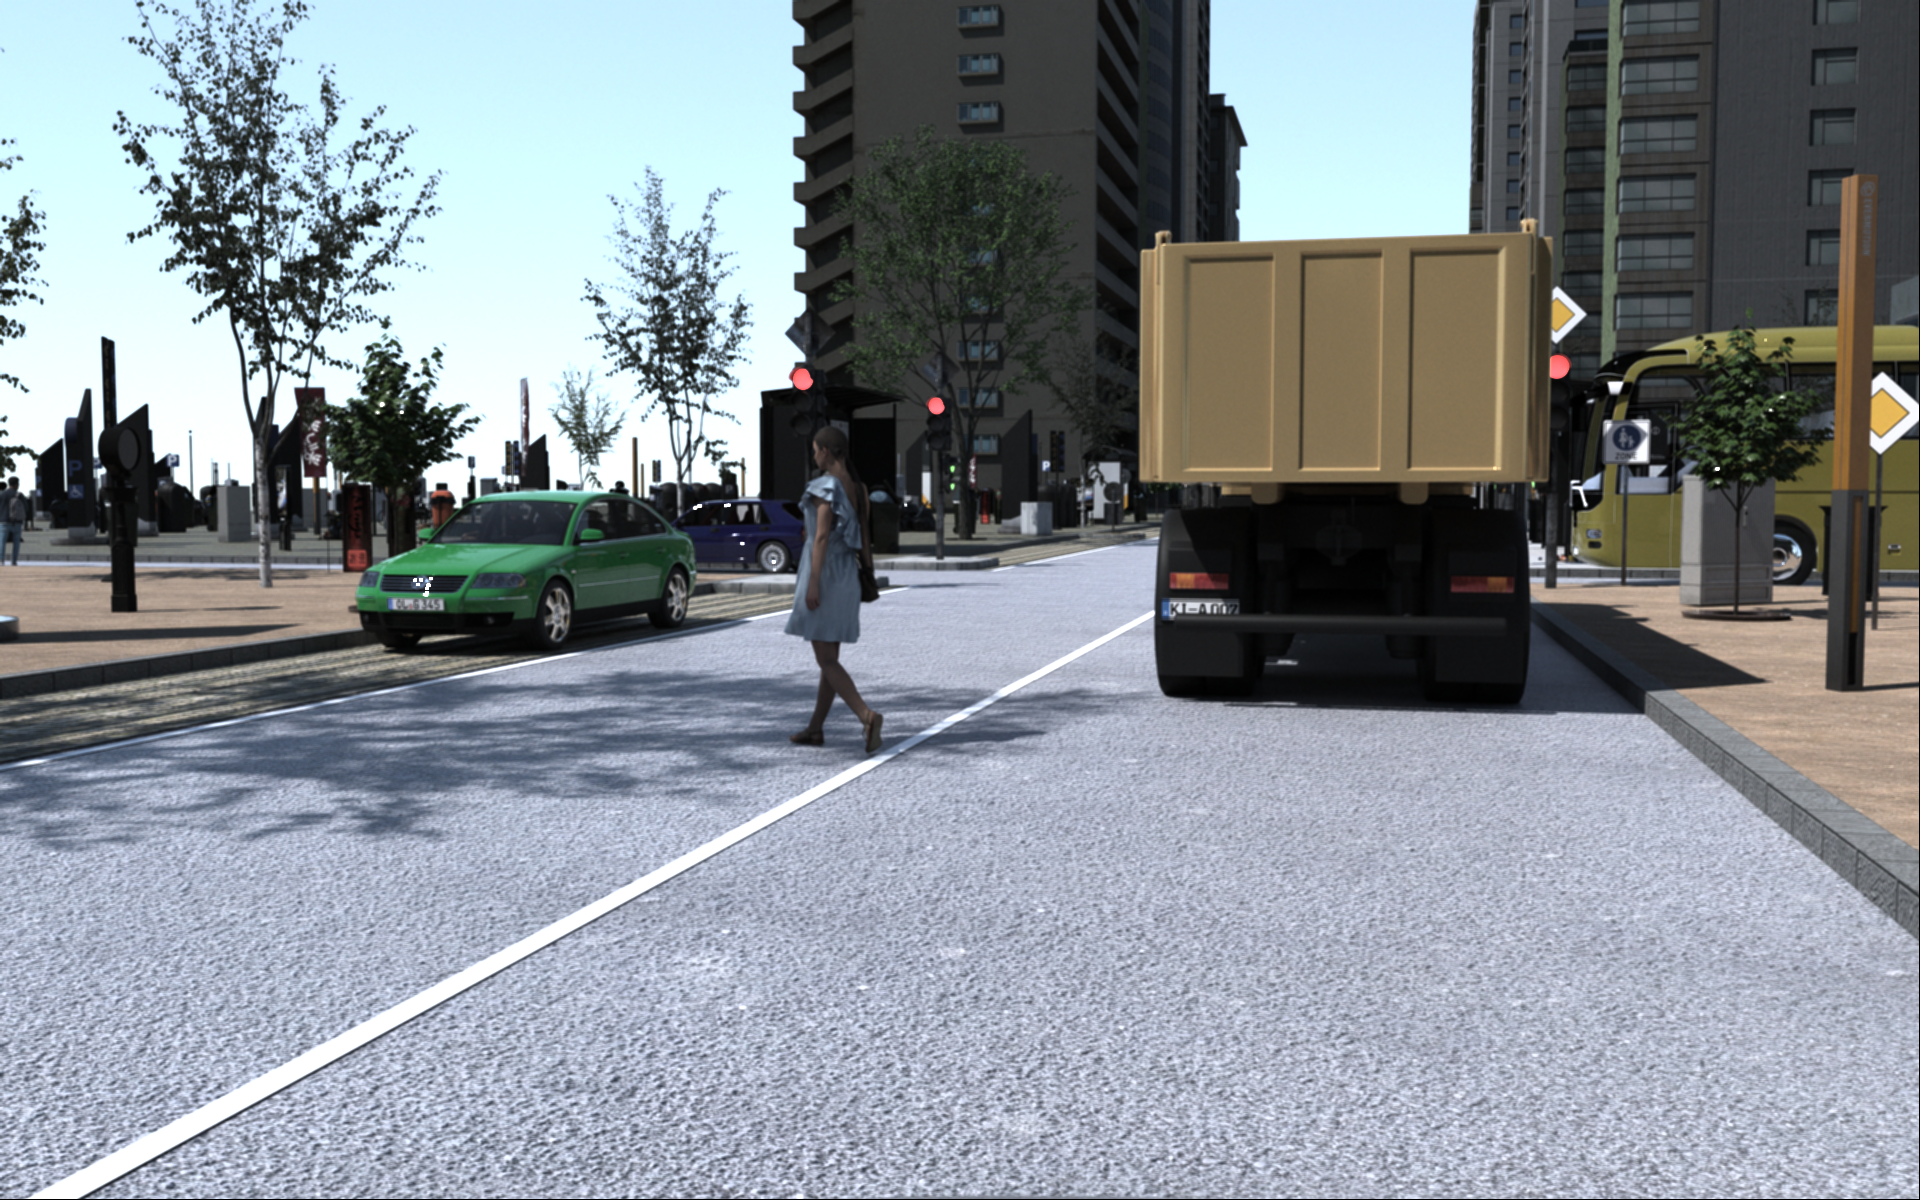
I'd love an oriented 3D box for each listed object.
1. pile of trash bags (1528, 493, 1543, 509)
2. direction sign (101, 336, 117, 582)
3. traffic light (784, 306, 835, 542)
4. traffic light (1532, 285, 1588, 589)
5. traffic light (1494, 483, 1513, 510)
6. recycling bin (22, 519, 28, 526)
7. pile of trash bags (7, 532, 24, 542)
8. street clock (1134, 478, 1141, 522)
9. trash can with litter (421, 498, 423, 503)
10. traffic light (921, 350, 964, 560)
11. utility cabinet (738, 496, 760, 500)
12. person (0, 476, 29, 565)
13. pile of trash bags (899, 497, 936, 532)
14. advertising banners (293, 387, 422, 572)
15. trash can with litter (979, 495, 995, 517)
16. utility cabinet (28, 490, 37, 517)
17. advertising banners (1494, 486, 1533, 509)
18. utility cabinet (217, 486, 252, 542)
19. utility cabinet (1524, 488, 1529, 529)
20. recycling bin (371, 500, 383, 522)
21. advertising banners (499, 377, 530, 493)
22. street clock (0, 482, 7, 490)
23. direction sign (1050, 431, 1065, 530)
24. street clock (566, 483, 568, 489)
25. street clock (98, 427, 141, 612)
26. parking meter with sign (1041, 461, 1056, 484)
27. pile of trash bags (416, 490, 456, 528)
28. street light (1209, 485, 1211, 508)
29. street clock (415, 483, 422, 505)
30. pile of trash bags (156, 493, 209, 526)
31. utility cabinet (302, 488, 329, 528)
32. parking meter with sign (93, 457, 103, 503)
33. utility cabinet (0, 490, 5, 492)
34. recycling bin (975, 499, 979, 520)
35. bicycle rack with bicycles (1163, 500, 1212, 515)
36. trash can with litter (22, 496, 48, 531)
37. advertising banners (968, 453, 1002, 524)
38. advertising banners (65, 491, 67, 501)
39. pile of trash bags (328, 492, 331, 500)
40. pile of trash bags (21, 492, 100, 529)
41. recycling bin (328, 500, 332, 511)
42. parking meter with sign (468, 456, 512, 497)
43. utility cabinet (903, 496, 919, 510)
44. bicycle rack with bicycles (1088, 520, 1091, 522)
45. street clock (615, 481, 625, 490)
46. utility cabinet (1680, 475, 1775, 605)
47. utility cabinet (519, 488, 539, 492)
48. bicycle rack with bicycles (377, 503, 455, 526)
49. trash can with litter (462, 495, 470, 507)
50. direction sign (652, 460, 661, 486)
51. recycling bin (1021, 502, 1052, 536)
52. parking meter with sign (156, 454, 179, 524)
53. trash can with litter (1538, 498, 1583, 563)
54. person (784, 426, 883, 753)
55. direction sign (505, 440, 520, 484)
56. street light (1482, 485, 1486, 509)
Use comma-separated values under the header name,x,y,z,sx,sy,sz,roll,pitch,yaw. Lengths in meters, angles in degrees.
name,x,y,z,sx,sy,sz,roll,pitch,yaw
pile of trash bags,30.976,-5.232,95.303,3.447,1.369,1.912,-1,4,-17
direction sign,-12.405,-2.038,25.324,0.379,3.537,0.876,-1,4,-16
traffic light,-2.245,-2.264,25.930,0.839,4.253,0.868,1,4,14
traffic light,8.027,-2.114,23.477,0.839,4.253,0.868,1,4,14
traffic light,9.900,-2.588,31.240,0.839,4.253,0.868,1,4,14
recycling bin,-37.588,-3.448,68.926,0.722,1.027,0.722,-1,4,-12
pile of trash bags,-26.661,-2.226,46.155,3.447,1.369,1.912,2,4,31
street clock,8.086,-4.548,78.923,0.358,2.002,0.471,1,4,21
trash can with litter,-35.493,-6.255,113.321,2.233,1.210,1.678,-3,4,-38
traffic light,-0.372,-2.738,33.693,0.839,4.253,0.868,1,4,14
utility cabinet,-5.932,-2.337,49.368,0.306,1.237,1.020,-3,5,-44
person,-18.636,-1.540,34.021,0.623,1.781,0.721,-2,4,-31
pile of trash bags,-2.615,-2.995,58.725,3.447,1.369,1.912,-1,4,-21
advertising banners,-9.832,-1.962,28.271,2.074,3.025,0.090,0,4,4
trash can with litter,2.519,-5.516,101.243,2.233,1.210,1.678,3,5,41
utility cabinet,-50.314,-5.270,94.850,1.173,1.500,0.318,-3,5,-45
advertising banners,22.602,-4.519,70.078,2.074,3.025,0.090,1,4,20
utility cabinet,-19.390,-2.298,46.251,0.318,1.500,1.173,0,4,6
utility cabinet,20.373,-3.369,63.758,0.318,1.500,1.173,-2,4,-31
recycling bin,-27.274,-4.146,80.337,0.722,1.027,0.722,3,5,43
advertising banners,-6.902,-1.874,26.833,0.090,3.025,2.074,-2,4,-26
street clock,-55.790,-5.894,100.943,0.358,2.002,0.471,2,4,33
direction sign,3.489,-4.290,62.142,0.379,3.537,0.876,3,4,37
street clock,-24.662,-6.315,107.824,0.358,2.002,0.471,3,4,37
street clock,-9.100,-0.870,18.800,0.358,2.002,0.471,0,4,4
parking meter with sign,4.866,-5.810,91.262,0.543,3.016,1.738,2,4,24
pile of trash bags,-11.300,-2.008,42.583,3.447,1.369,1.912,0,4,-2
street light,15.703,-8.320,108.827,0.468,5.910,1.993,1,4,14
street clock,-29.075,-5.391,92.710,0.471,2.002,0.358,1,4,15
pile of trash bags,-31.577,-3.682,69.948,1.912,1.369,3.447,0,4,4
utility cabinet,-24.394,-3.455,65.167,0.318,1.500,1.173,3,5,40
parking meter with sign,-40.713,-5.199,81.272,0.543,3.016,1.738,-1,4,-14
utility cabinet,-54.508,-5.517,98.886,0.318,1.500,1.173,1,4,9
recycling bin,0.475,-4.529,86.607,0.722,1.027,0.722,-2,4,-27
bicycle rack with bicycles,13.602,-5.651,105.774,2.925,0.926,2.852,3,5,40
trash can with litter,-32.532,-2.994,60.003,1.678,1.210,2.233,0,4,-7
advertising banners,1.106,-4.752,73.878,2.074,3.025,0.090,3,5,40
advertising banners,-51.371,-6.305,99.272,2.074,3.025,0.090,-3,5,-43
pile of trash bags,-28.197,-4.066,76.227,1.912,1.369,3.447,-1,4,-8
pile of trash bags,-33.539,-3.340,64.359,3.447,1.369,1.912,-1,4,-12
recycling bin,-26.229,-3.668,72.521,0.722,1.027,0.722,0,4,7
parking meter with sign,-21.613,-5.088,79.449,1.738,3.016,0.543,1,4,10
utility cabinet,-1.751,-3.090,61.679,0.306,1.237,1.020,-1,4,-19
bicycle rack with bicycles,4.700,-4.012,78.981,2.925,0.926,2.852,-1,4,-17
street clock,-18.665,-5.536,95.079,0.471,2.002,0.358,1,4,22
utility cabinet,8.867,-0.691,19.979,1.173,1.500,0.318,-2,4,-26
utility cabinet,-16.707,-3.520,66.239,1.173,1.500,0.318,0,4,-3
bicycle rack with bicycles,-21.965,-3.523,70.976,2.925,0.926,2.852,2,4,25
trash can with litter,-24.732,-4.722,88.266,2.233,1.210,1.678,0,4,-6
direction sign,-20.096,-7.512,114.812,0.876,3.537,0.379,3,5,42
recycling bin,2.383,-2.524,53.824,0.722,1.027,0.722,-3,5,-43
parking meter with sign,-34.575,-4.838,75.370,0.543,3.016,1.738,0,4,-2
trash can with litter,11.984,-1.358,33.258,1.678,1.210,2.233,3,4,39
person,-0.666,-0.070,9.737,0.778,1.811,0.616,3,5,43
direction sign,-18.968,-4.982,73.446,0.876,3.537,0.379,3,4,37
street light,14.099,-4.505,46.449,0.468,5.910,1.993,1,4,14
